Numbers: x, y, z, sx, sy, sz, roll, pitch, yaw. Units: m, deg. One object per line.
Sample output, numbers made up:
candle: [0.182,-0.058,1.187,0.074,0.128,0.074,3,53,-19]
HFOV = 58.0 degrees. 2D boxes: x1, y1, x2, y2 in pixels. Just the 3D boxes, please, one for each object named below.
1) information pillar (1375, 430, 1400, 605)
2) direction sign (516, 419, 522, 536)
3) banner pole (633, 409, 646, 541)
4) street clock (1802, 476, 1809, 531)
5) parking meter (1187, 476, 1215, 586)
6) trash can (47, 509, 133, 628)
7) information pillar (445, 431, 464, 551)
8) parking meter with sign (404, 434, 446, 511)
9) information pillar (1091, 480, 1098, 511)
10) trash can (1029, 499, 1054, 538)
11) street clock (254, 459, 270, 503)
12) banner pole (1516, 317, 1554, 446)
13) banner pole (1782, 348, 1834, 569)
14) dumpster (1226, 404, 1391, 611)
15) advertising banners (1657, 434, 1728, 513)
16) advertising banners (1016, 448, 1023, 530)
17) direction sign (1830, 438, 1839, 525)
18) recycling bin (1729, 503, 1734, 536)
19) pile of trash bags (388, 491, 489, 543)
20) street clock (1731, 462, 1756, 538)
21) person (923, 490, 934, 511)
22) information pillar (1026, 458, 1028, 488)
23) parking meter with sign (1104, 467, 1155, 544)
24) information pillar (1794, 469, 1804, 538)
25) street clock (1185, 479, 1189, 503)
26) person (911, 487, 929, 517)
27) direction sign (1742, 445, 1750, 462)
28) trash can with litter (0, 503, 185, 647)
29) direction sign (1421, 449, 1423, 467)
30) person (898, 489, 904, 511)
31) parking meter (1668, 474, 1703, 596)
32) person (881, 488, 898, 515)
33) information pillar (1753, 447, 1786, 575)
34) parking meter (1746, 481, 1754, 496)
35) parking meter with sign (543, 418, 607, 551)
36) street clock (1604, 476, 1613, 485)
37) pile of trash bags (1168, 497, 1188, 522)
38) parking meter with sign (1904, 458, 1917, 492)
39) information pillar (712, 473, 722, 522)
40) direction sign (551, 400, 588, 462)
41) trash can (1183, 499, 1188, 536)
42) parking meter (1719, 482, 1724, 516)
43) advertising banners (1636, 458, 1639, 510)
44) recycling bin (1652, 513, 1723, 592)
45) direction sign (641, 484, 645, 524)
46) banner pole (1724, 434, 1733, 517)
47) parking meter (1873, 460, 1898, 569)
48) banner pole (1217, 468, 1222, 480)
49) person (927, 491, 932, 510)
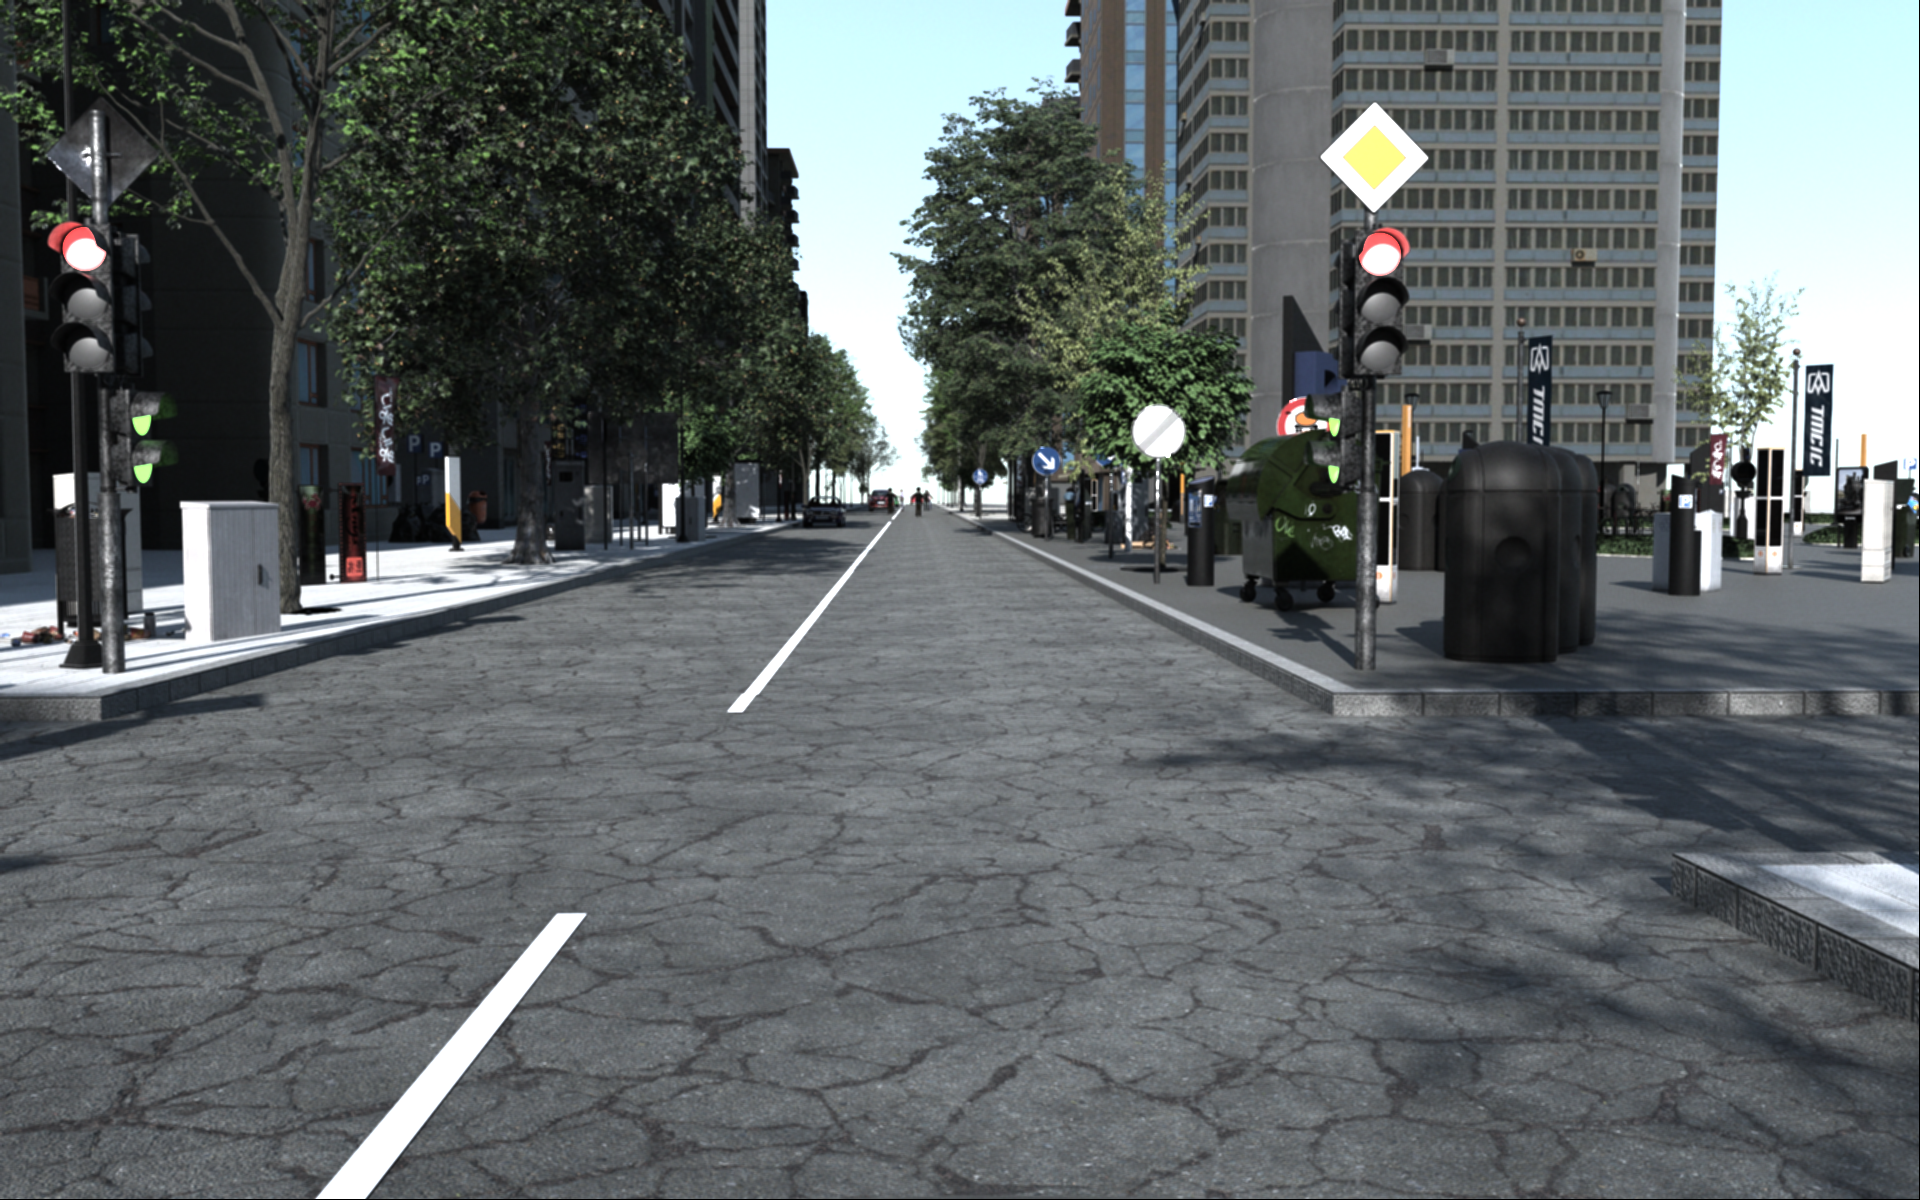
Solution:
information pillar: [4.917,-0.958,20.149,0.304,2.012,0.304,2,4,28]
direction sign: [-13.251,-3.688,52.303,0.379,3.537,0.876,-2,4,-26]
banner pole: [-8.764,-3.505,47.331,0.401,3.779,0.863,0,4,-6]
street clock: [29.095,-3.383,59.878,0.471,2.002,0.358,-3,4,-38]
parking meter: [3.371,-0.967,24.226,0.372,1.533,0.369,0,3,0]
trash can: [-8.420,-0.315,16.798,0.748,1.137,0.748,0,3,0]
information pillar: [-11.325,-2.895,38.695,0.183,3.616,0.504,1,4,16]
parking meter with sign: [-15.515,-3.354,51.102,0.543,3.016,1.738,1,4,21]
information pillar: [6.859,-5.115,88.121,0.304,2.012,0.304,1,4,16]
trash can: [2.406,-2.405,50.983,0.748,1.137,0.748,0,3,0]
street clock: [-14.228,-1.893,35.520,0.471,2.002,0.358,2,4,33]
banner pole: [8.040,-2.104,24.424,0.401,3.779,0.863,-1,4,-23]
banner pole: [14.494,-2.423,29.631,0.401,3.779,0.863,-3,5,-39]
dumpster: [3.930,-1.050,19.656,1.502,2.255,1.985,0,4,-2]
advertising banners: [21.520,-3.348,50.920,0.090,3.025,2.074,-3,5,-40]
advertising banners: [2.520,-4.043,62.286,0.090,3.025,2.074,2,4,35]
direction sign: [35.718,-4.808,70.609,0.379,3.537,0.876,2,4,30]
recycling bin: [23.082,-2.342,50.842,0.722,1.027,0.722,3,5,43]
pile of trash bags: [-13.902,-2.286,47.130,1.912,1.369,3.447,1,4,16]
street clock: [17.504,-2.090,38.742,0.471,2.002,0.358,0,4,-7]
person: [-2.894,-8.581,148.823,1.348,1.821,0.705,0,4,-3]
information pillar: [2.937,-5.096,74.680,0.183,3.616,0.504,-1,4,-9]
parking meter with sign: [4.523,-2.988,45.107,1.738,3.016,0.543,-3,5,-40]
information pillar: [24.776,-2.860,51.261,0.304,2.012,0.304,1,4,21]
street clock: [10.700,-4.704,81.478,0.471,2.002,0.358,1,4,19]
person: [-2.524,-6.006,106.330,1.348,1.869,0.705,3,4,37]
direction sign: [36.171,-5.375,79.885,0.379,3.537,0.876,0,4,-3]
trash can with litter: [-8.065,-0.262,15.338,2.233,1.210,1.678,0,3,0]
direction sign: [23.334,-5.842,87.510,0.379,3.537,0.876,1,4,15]
person: [-4.949,-8.317,144.358,0.599,1.838,0.709,-1,4,-13]
parking meter: [9.202,-0.829,21.962,0.372,1.533,0.369,0,3,0]
person: [-4.855,-6.845,120.048,1.348,1.869,0.705,-2,4,-35]
information pillar: [12.817,-1.403,27.426,0.304,2.012,0.304,-1,4,-16]
parking meter: [32.435,-4.005,71.187,0.255,1.863,0.399,1,4,9]
parking meter with sign: [-8.946,-2.648,39.554,1.738,3.016,0.543,-1,4,-15]
street clock: [26.601,-4.068,71.086,0.358,2.002,0.471,0,4,1]
pile of trash bags: [10.689,-4.213,78.640,1.912,1.369,3.447,0,4,-6]
parking meter with sign: [45.829,-5.349,83.710,0.543,3.016,1.738,2,4,32]
information pillar: [-11.098,-5.364,79.053,0.504,3.616,0.183,3,4,39]
direction sign: [-9.379,-3.038,41.662,0.876,3.537,0.379,0,4,-3]
trash can: [7.204,-2.536,53.114,0.748,1.137,0.748,0,3,0]
parking meter: [36.106,-4.690,82.397,0.399,1.863,0.255,-1,4,-11]
advertising banners: [32.289,-5.283,82.557,0.090,3.025,2.074,1,4,23]
recycling bin: [9.680,-0.642,23.047,0.722,1.027,0.722,3,4,36]
direction sign: [-13.377,-4.970,73.249,0.876,3.537,0.379,2,4,33]
banner pole: [31.670,-4.976,71.378,0.401,3.779,0.863,3,5,42]
parking meter: [15.819,-1.467,29.689,0.399,1.863,0.255,2,4,26]
banner pole: [11.285,-5.219,75.349,0.401,3.779,0.863,0,4,-5]
person: [-2.844,-9.079,157.882,0.436,1.711,0.756,-3,5,-44]
